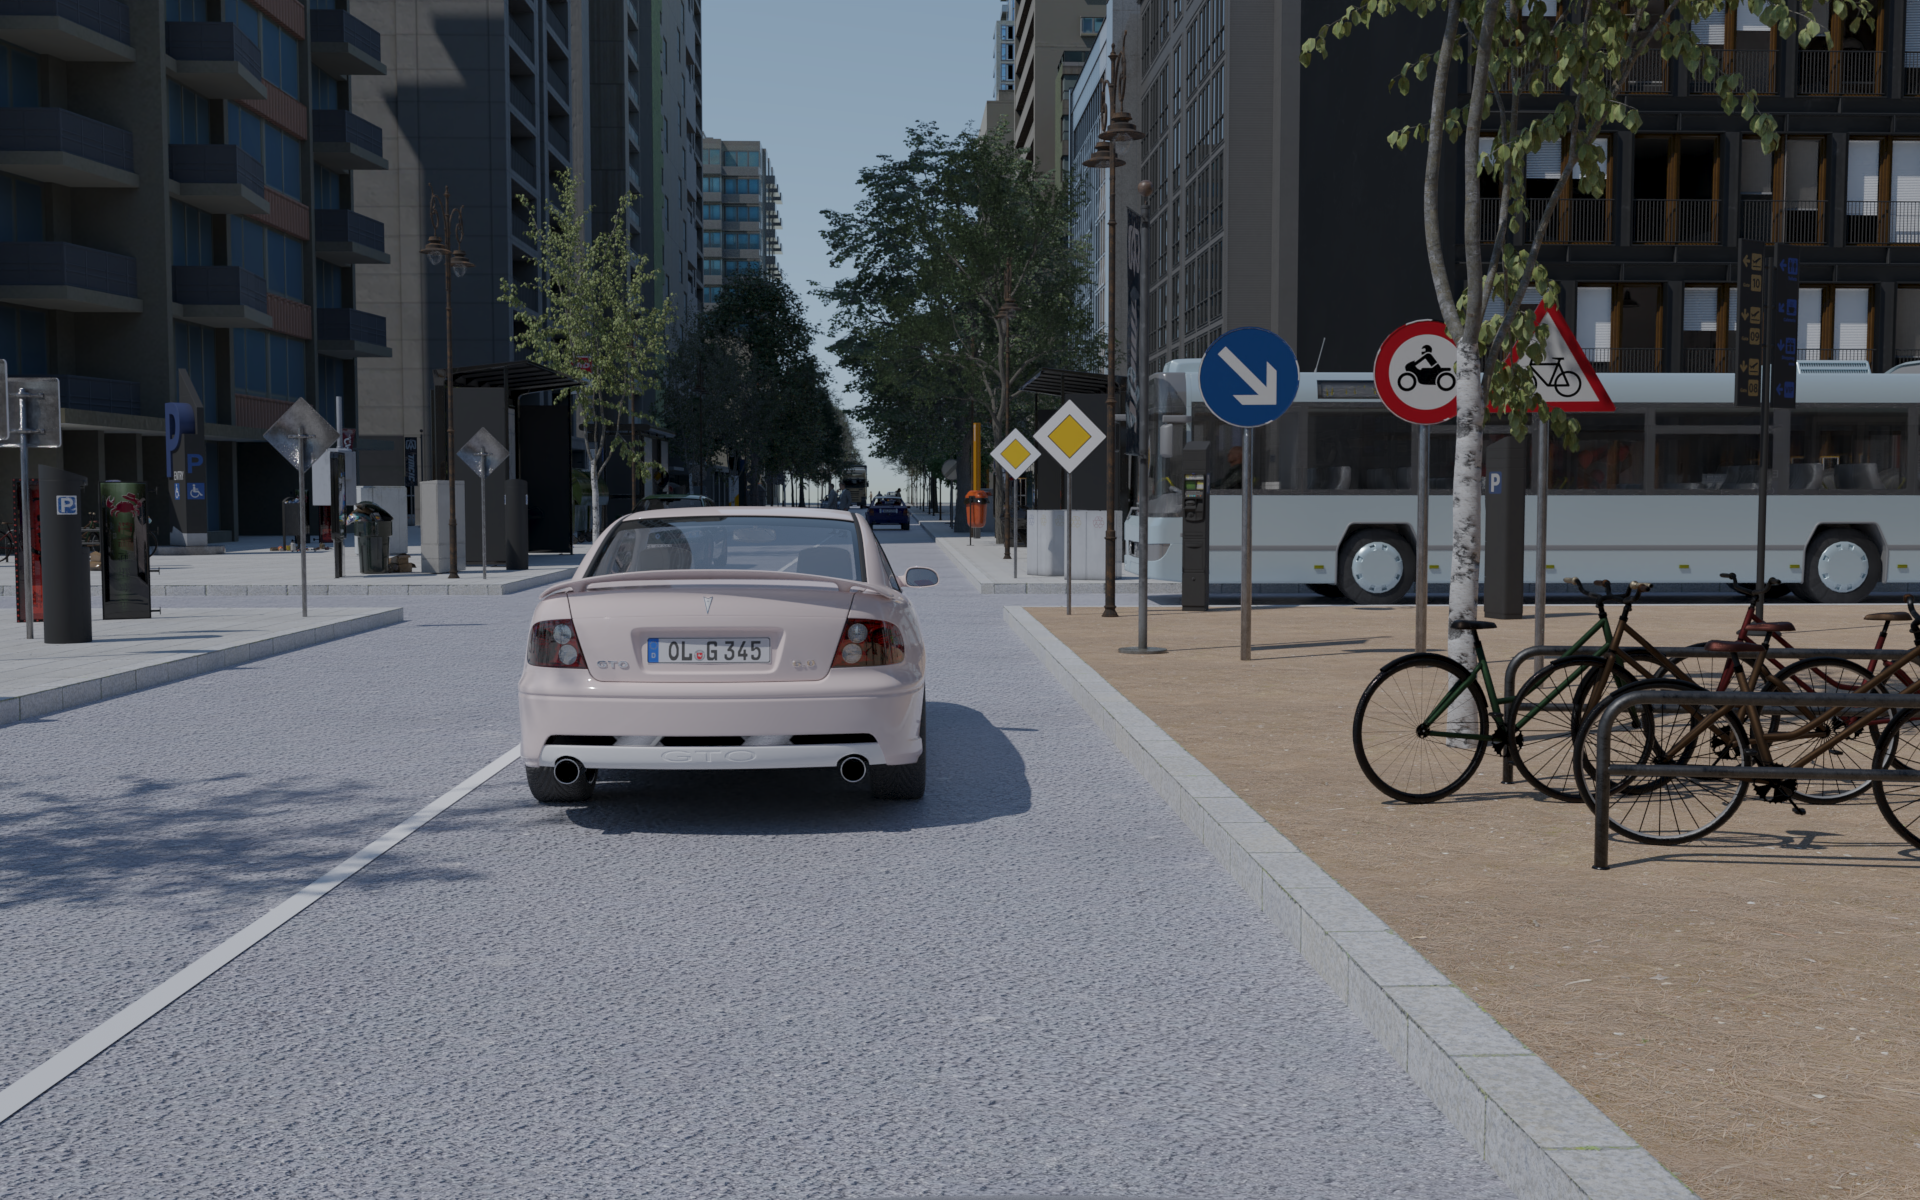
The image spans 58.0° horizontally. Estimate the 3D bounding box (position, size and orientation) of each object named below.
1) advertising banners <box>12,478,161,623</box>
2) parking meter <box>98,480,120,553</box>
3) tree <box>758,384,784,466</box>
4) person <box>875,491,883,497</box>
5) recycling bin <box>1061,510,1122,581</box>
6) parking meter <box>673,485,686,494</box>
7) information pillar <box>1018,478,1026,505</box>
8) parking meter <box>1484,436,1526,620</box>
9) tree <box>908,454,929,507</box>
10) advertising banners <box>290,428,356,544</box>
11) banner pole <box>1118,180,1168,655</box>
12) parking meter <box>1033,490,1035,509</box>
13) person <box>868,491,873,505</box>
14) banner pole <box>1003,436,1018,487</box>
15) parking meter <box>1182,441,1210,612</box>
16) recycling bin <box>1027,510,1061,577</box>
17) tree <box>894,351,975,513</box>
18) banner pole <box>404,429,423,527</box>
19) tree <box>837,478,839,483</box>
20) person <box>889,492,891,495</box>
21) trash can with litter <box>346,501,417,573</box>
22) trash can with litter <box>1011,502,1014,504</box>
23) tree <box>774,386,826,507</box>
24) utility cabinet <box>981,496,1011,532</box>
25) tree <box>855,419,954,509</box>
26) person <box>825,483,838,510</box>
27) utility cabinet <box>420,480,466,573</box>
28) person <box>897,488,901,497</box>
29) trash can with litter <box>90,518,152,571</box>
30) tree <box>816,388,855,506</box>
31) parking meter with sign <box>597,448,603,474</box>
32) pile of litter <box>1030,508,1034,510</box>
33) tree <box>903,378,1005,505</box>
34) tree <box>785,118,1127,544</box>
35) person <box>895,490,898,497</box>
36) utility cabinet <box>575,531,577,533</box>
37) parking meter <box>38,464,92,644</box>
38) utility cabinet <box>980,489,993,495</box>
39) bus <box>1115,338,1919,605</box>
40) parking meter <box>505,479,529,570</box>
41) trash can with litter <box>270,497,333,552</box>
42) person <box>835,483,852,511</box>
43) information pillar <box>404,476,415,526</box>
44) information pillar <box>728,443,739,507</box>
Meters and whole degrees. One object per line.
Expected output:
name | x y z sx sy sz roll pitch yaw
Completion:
advertising banners | -9.161 -1.291 17.291 2.074 3.025 0.090 -2 4 -28
parking meter | -14.934 -1.349 30.469 0.372 1.533 0.369 0 3 0
tree | -12.534 -11.998 130.584 8.767 10.594 7.601 0 4 2
person | -7.500 -9.287 161.067 1.217 1.736 0.721 0 4 -1
recycling bin | 2.008 -0.826 26.064 0.722 1.027 0.722 1 4 21
parking meter | -8.112 -2.551 50.113 0.372 1.533 0.369 0 3 0
information pillar | 2.858 -4.625 80.107 0.304 2.012 0.304 -2 4 -25
parking meter | 5.602 -0.741 17.820 0.255 1.863 0.399 -1 4 -16
tree | -3.348 -13.589 172.547 4.737 8.622 4.395 0 3 0
advertising banners | -16.614 -3.003 45.292 0.090 3.025 2.074 2 4 31
banner pole | 1.406 -1.449 13.704 0.401 3.779 0.863 1 4 19
parking meter | 3.731 -4.617 83.896 0.372 1.533 0.369 0 3 0
person | -11.966 -13.678 232.149 0.705 1.823 1.348 -2 4 -23
banner pole | 2.090 -5.058 72.714 0.863 3.779 0.401 2 4 25
parking meter | 2.590 -0.813 19.005 0.255 1.863 0.399 1 4 16
recycling bin | 1.532 -0.903 27.325 0.722 1.027 0.722 -2 4 -28
tree | -1.770 -11.649 116.215 9.928 11.665 9.643 0 3 0
banner pole | -20.980 -4.696 66.789 0.863 3.779 0.401 -1 4 -17
tree | -16.297 -17.733 240.288 4.360 8.622 3.978 0 3 0
person | -9.722 -13.876 236.191 0.721 1.723 1.217 -1 4 -14
trash can with litter | -9.385 -1.023 28.118 0.624 1.170 1.055 2 4 24
trash can with litter | 1.857 -2.957 59.728 1.055 1.170 0.624 2 4 34
tree | -10.684 -9.586 107.097 4.737 8.622 4.395 0 3 0
utility cabinet | 1.217 -2.894 58.484 1.020 1.237 0.306 0 4 3
tree | -2.594 -14.734 151.271 12.009 13.543 11.850 0 3 0
person | -4.550 -3.244 61.668 0.853 1.813 0.709 0 4 1
utility cabinet | -8.425 -1.194 28.201 0.318 1.500 1.173 0 4 5
person | -3.736 -6.054 107.496 0.705 1.823 1.348 0 4 3
trash can with litter | -14.244 -1.092 29.249 0.624 1.170 1.055 1 4 14
tree | -15.242 -17.255 192.494 12.009 13.543 11.850 0 3 0
parking meter with sign | -13.538 -4.075 62.887 1.738 3.016 0.543 -3 5 -42
pile of litter | 2.408 -2.508 54.965 1.176 0.858 1.719 -2 4 -34
tree | -0.251 -8.511 89.510 4.360 8.622 3.978 0 3 0
tree | 0.734 -6.707 44.066 7.601 10.594 8.767 -2 4 -27
person | -4.603 -7.360 129.663 0.721 1.723 1.217 1 4 19
utility cabinet | -12.563 -2.837 57.540 1.020 1.237 0.306 2 4 32
parking meter | -7.717 -0.400 14.943 0.372 1.533 0.369 0 3 0
utility cabinet | 0.740 -3.751 70.000 1.173 1.500 0.318 2 4 26
bus | 8.061 -1.728 23.109 13.247 3.499 2.948 0 4 -2
parking meter | -7.503 -1.278 29.307 0.372 1.533 0.369 0 3 0
trash can with litter | -14.937 -1.744 39.574 1.678 1.210 2.233 1 4 16
person | -3.865 -2.978 57.371 0.473 1.802 0.592 -1 4 -20
information pillar | -22.195 -3.998 69.860 0.304 2.012 0.304 0 4 7
information pillar | -10.231 -5.312 78.199 0.504 3.616 0.183 -3 5 -39
